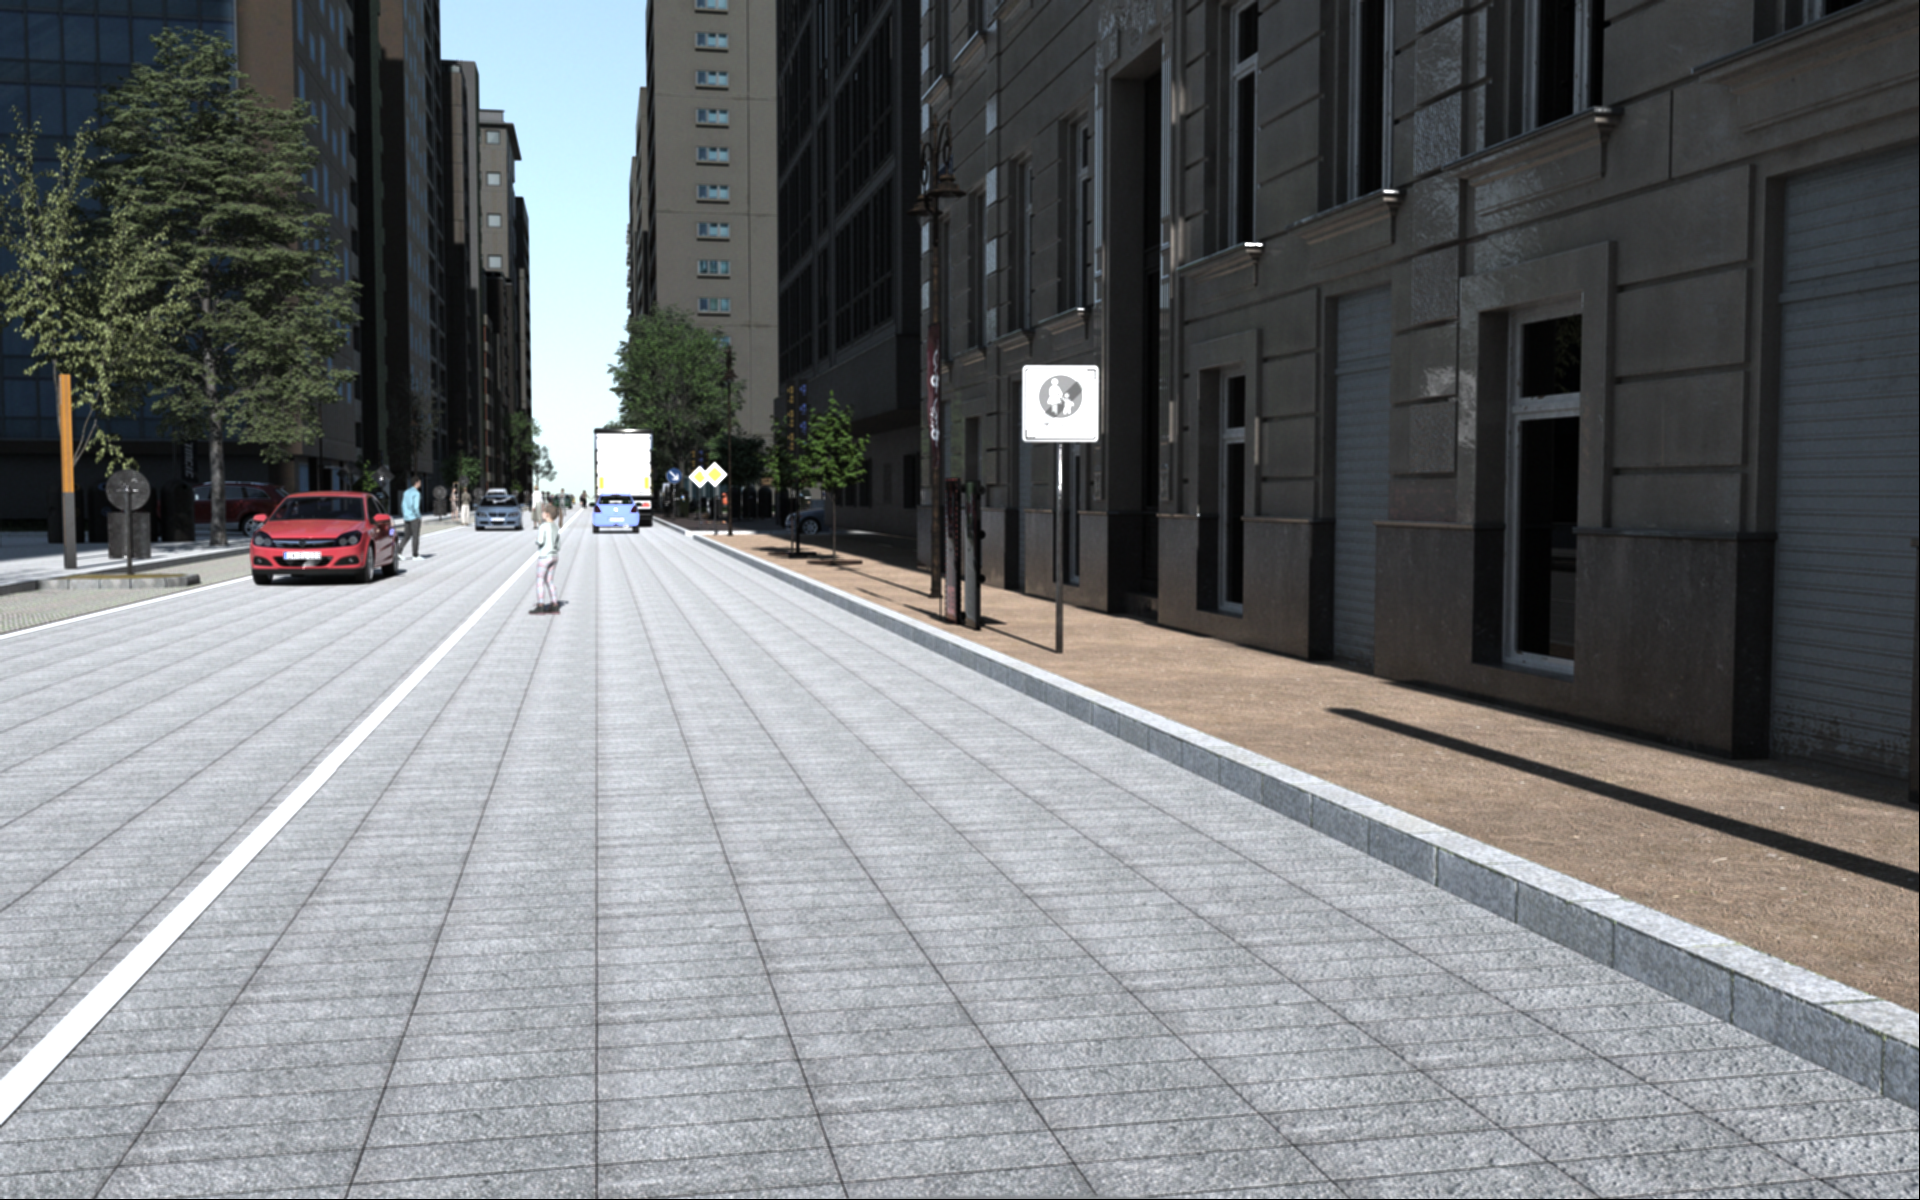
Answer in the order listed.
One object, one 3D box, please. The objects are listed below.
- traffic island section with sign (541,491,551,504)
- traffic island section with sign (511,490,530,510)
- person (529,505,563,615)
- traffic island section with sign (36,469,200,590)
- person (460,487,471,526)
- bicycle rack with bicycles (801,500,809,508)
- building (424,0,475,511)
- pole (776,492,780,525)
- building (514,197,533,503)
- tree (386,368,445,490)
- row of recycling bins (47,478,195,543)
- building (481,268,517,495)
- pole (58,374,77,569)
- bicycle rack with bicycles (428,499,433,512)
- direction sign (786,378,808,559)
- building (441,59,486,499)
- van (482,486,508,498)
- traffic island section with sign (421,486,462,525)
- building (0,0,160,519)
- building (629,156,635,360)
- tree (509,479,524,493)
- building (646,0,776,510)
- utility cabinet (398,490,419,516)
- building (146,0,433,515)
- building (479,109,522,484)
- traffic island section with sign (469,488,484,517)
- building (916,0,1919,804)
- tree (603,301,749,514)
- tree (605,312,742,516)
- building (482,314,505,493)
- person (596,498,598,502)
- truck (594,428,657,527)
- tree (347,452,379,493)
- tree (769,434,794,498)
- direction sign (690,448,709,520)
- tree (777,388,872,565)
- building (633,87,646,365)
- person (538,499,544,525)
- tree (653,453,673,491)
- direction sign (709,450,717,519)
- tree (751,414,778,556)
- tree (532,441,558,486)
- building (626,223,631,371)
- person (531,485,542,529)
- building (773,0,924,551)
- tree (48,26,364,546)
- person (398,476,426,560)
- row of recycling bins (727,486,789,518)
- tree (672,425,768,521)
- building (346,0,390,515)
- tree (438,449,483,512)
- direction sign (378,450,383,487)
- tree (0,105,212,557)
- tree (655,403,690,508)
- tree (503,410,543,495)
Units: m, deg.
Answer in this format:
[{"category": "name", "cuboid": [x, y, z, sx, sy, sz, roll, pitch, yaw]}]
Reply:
[{"category": "traffic island section with sign", "cuboid": [-62.671, -15.613, 263.901, 1.989, 1.847, 2.006, -1, 4, -12]}, {"category": "traffic island section with sign", "cuboid": [-40.299, -9.087, 157.197, 1.989, 1.847, 2.006, -1, 4, -12]}, {"category": "person", "cuboid": [-4.951, -0.482, 20.663, 0.394, 1.301, 0.425, 0, 4, 5]}, {"category": "traffic island section with sign", "cuboid": [-12.968, -1.114, 26.849, 1.989, 1.847, 2.006, -1, 4, -12]}, {"category": "person", "cuboid": [-22.371, -4.235, 78.293, 0.362, 1.759, 0.519, 3, 5, 43]}, {"category": "bicycle rack with bicycles", "cuboid": [-9.353, -6.126, 113.545, 2.852, 0.926, 2.925, 0, 4, -3]}, {"category": "building", "cuboid": [-50.393, -42.867, 139.125, 20.563, 71.187, 20.611, -1, 4, -12]}, {"category": "pole", "cuboid": [-7.593, -4.783, 72.051, 0.158, 3.312, 0.155, 0, 3, 0]}, {"category": "building", "cuboid": [-76.927, -39.195, 264.533, 21.300, 48.544, 21.600, -1, 4, -12]}, {"category": "tree", "cuboid": [-32.102, -9.218, 101.075, 4.360, 8.622, 3.978, 0, 3, 0]}, {"category": "row of recycling bins", "cuboid": [-22.335, -2.387, 46.142, 3.534, 1.692, 1.069, -2, 4, -32]}, {"category": "building", "cuboid": [-64.220, -27.465, 220.748, 14.160, 30.474, 14.107, -1, 4, -12]}, {"category": "pole", "cuboid": [-15.225, -2.184, 29.545, 0.158, 3.312, 0.155, 0, 3, 0]}, {"category": "bicycle rack with bicycles", "cuboid": [-37.247, -6.667, 122.392, 2.925, 0.926, 2.852, -3, 5, -42]}, {"category": "direction sign", "cuboid": [-3.226, -2.591, 34.357, 0.379, 3.537, 0.876, -2, 4, -32]}, {"category": "building", "cuboid": [-51.148, -28.989, 157.572, 14.154, 41.232, 14.086, -1, 4, -12]}, {"category": "van", "cuboid": [-32.908, -7.095, 123.009, 2.013, 2.044, 4.112, -1, 4, -12]}, {"category": "traffic island section with sign", "cuboid": [-24.429, -4.459, 81.526, 1.989, 1.847, 2.006, -1, 4, -12]}, {"category": "building", "cuboid": [-31.874, -25.476, 66.646, 14.600, 45.320, 14.200, -1, 4, -12]}, {"category": "building", "cuboid": [-34.218, -37.580, 238.140, 21.300, 48.544, 21.600, -1, 4, -12]}, {"category": "tree", "cuboid": [-51.405, -12.558, 199.921, 1.663, 3.219, 1.824, 0, 3, 0]}, {"category": "building", "cuboid": [-16.083, -32.253, 151.037, 21.300, 48.544, 21.600, -1, 4, -12]}, {"category": "utility cabinet", "cuboid": [-32.549, -5.721, 102.210, 1.173, 1.500, 0.318, -1, 4, -22]}, {"category": "building", "cuboid": [-41.620, -28.115, 109.793, 14.600, 45.320, 14.200, -1, 4, -12]}, {"category": "building", "cuboid": [-75.394, -39.737, 238.946, 28.713, 52.752, 27.495, -1, 4, -12]}, {"category": "traffic island section with sign", "cuboid": [-30.030, -6.089, 108.181, 1.989, 1.847, 2.006, -1, 4, -12]}, {"category": "building", "cuboid": [7.271, -13.502, 18.029, 12.463, 27.353, 25.104, -1, 4, -12]}, {"category": "tree", "cuboid": [-18.589, -12.640, 113.325, 9.857, 13.997, 8.962, 0, 3, 0]}, {"category": "tree", "cuboid": [-16.116, -10.640, 99.714, 9.928, 11.665, 9.643, 0, 3, 0]}, {"category": "building", "cuboid": [-61.895, -20.370, 178.093, 27.650, 21.520, 28.899, -1, 4, -12]}, {"category": "person", "cuboid": [-26.359, -7.223, 126.689, 0.616, 1.811, 0.778, -3, 4, -37]}, {"category": "truck", "cuboid": [-15.306, -5.532, 79.362, 2.839, 4.237, 11.283, -1, 4, -10]}, {"category": "tree", "cuboid": [-26.936, -5.070, 77.503, 1.663, 3.219, 1.824, 0, 3, 0]}, {"category": "tree", "cuboid": [-12.183, -10.776, 126.550, 4.360, 8.622, 3.978, 0, 3, 0]}, {"category": "direction sign", "cuboid": [-12.981, -5.722, 85.559, 0.876, 3.537, 0.379, 3, 4, 36]}, {"category": "tree", "cuboid": [-2.448, -2.276, 31.822, 1.663, 3.219, 1.824, 0, 3, 0]}, {"category": "building", "cuboid": [-26.115, -35.238, 199.845, 21.300, 48.544, 21.600, -1, 4, -12]}, {"category": "person", "cuboid": [-19.171, -4.154, 79.011, 0.503, 1.515, 0.523, -3, 4, -39]}, {"category": "tree", "cuboid": [-20.881, -8.499, 122.669, 4.285, 4.588, 4.351, 0, 3, 0]}, {"category": "direction sign", "cuboid": [-12.894, -5.981, 89.783, 0.876, 3.537, 0.379, 3, 4, 37]}, {"category": "tree", "cuboid": [-3.508, -2.553, 36.337, 1.663, 3.219, 1.824, 0, 3, 0]}, {"category": "tree", "cuboid": [-70.578, -21.640, 288.223, 7.601, 10.594, 8.767, -1, 4, -15]}, {"category": "building", "cuboid": [-42.101, -40.290, 278.349, 23.786, 49.044, 30.456, -1, 4, -12]}, {"category": "person", "cuboid": [-17.316, -3.809, 71.000, 0.478, 1.798, 0.641, -2, 4, -29]}, {"category": "building", "cuboid": [3.607, -15.216, 42.294, 14.314, 27.812, 24.014, -1, 4, -12]}, {"category": "tree", "cuboid": [-18.995, -7.648, 43.180, 7.486, 12.596, 7.792, 0, 3, 0]}, {"category": "person", "cuboid": [-11.964, -1.781, 37.632, 0.660, 1.820, 0.620, 3, 4, 36]}, {"category": "row of recycling bins", "cuboid": [-11.011, -5.342, 94.456, 3.534, 1.692, 1.069, 1, 4, 12]}, {"category": "tree", "cuboid": [-10.559, -6.041, 82.482, 4.285, 4.588, 4.351, 0, 3, 0]}, {"category": "building", "cuboid": [-37.561, -19.376, 88.503, 14.160, 30.474, 14.107, -1, 4, -12]}, {"category": "tree", "cuboid": [-36.551, -8.751, 126.796, 4.285, 4.588, 4.351, 0, 3, 0]}, {"category": "direction sign", "cuboid": [-29.816, -5.943, 89.168, 0.379, 3.537, 0.876, 0, 4, -5]}, {"category": "tree", "cuboid": [-17.213, -5.100, 33.747, 4.737, 8.622, 4.395, 0, 3, 0]}, {"category": "tree", "cuboid": [-23.323, -11.370, 136.257, 4.360, 8.622, 3.978, 0, 3, 0]}, {"category": "tree", "cuboid": [-53.932, -17.205, 207.063, 9.928, 11.665, 9.643, 0, 3, 0]}]
